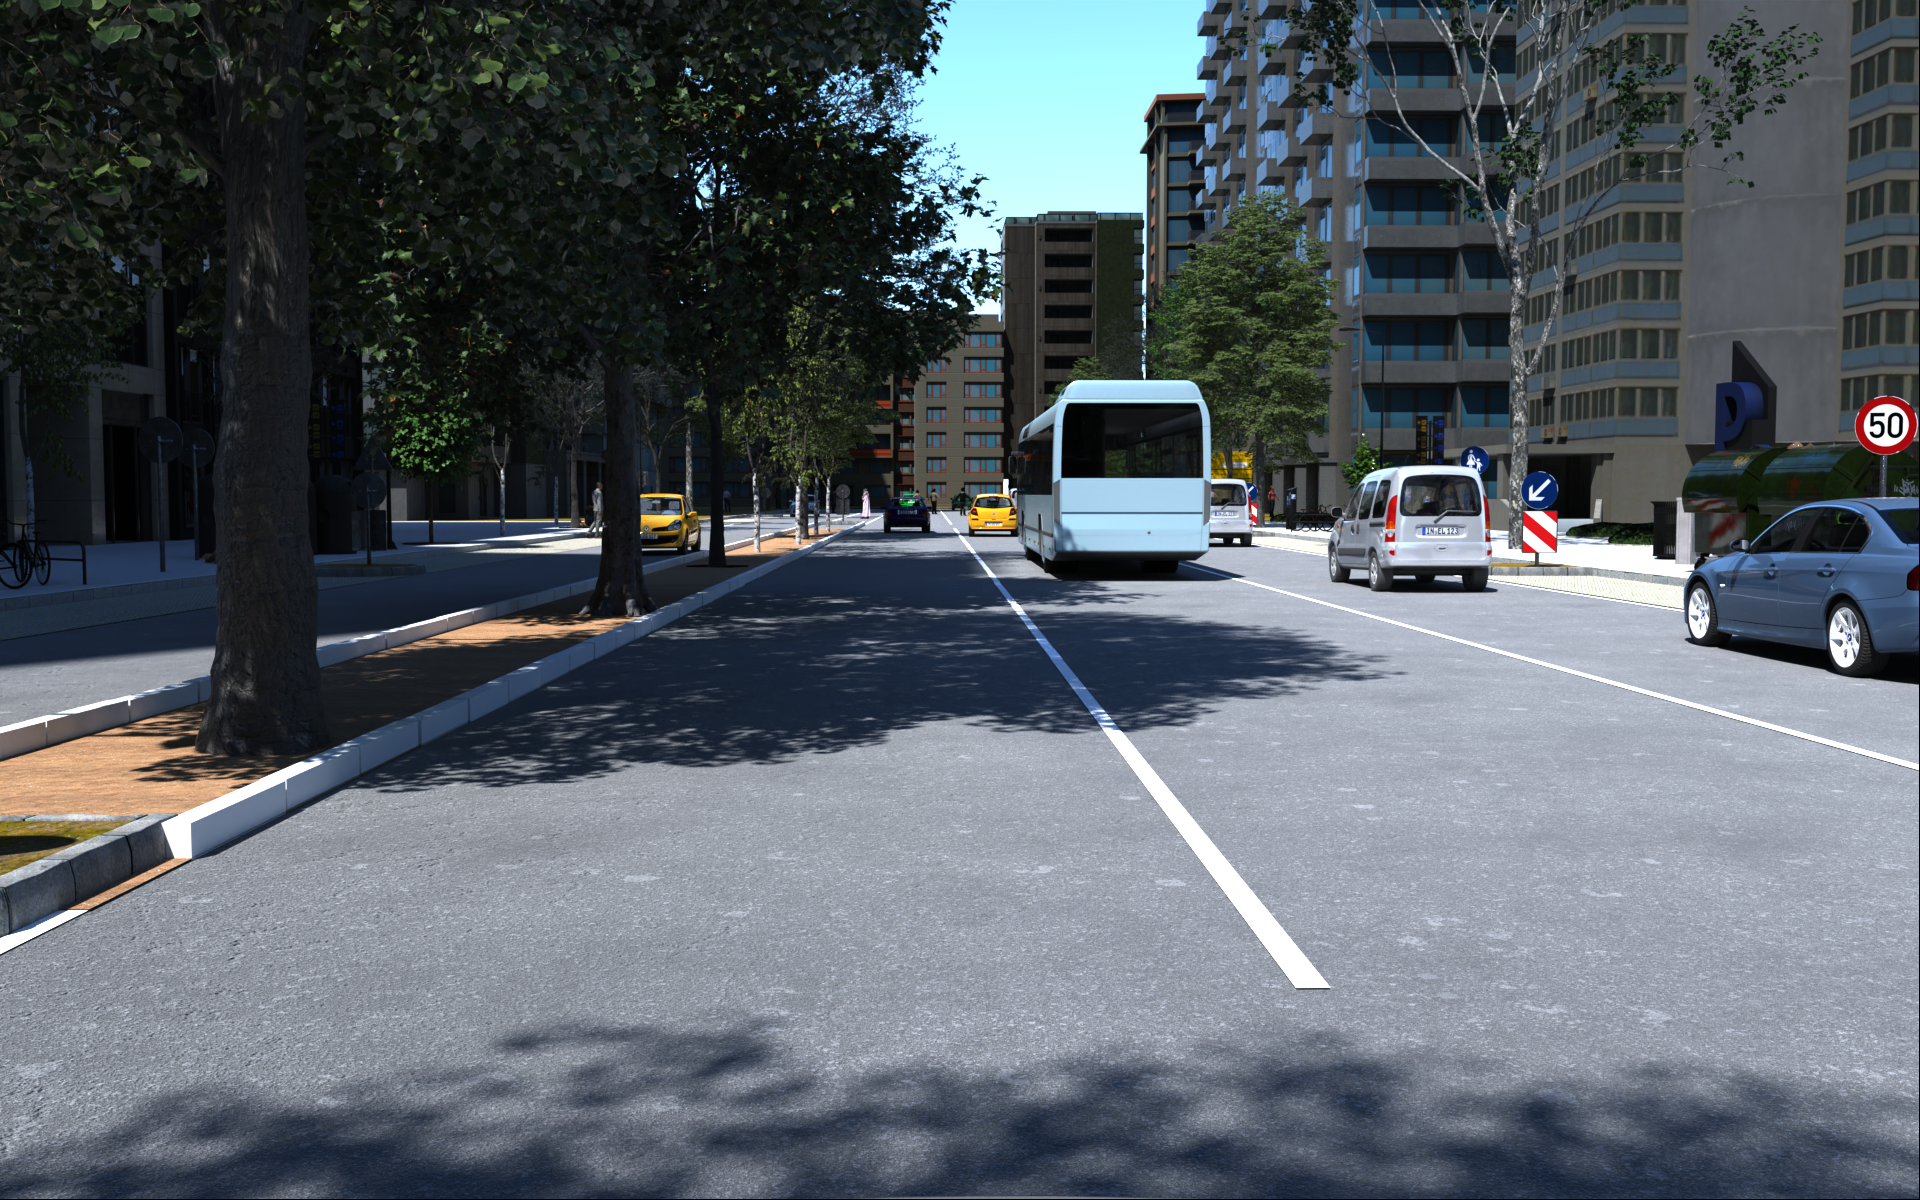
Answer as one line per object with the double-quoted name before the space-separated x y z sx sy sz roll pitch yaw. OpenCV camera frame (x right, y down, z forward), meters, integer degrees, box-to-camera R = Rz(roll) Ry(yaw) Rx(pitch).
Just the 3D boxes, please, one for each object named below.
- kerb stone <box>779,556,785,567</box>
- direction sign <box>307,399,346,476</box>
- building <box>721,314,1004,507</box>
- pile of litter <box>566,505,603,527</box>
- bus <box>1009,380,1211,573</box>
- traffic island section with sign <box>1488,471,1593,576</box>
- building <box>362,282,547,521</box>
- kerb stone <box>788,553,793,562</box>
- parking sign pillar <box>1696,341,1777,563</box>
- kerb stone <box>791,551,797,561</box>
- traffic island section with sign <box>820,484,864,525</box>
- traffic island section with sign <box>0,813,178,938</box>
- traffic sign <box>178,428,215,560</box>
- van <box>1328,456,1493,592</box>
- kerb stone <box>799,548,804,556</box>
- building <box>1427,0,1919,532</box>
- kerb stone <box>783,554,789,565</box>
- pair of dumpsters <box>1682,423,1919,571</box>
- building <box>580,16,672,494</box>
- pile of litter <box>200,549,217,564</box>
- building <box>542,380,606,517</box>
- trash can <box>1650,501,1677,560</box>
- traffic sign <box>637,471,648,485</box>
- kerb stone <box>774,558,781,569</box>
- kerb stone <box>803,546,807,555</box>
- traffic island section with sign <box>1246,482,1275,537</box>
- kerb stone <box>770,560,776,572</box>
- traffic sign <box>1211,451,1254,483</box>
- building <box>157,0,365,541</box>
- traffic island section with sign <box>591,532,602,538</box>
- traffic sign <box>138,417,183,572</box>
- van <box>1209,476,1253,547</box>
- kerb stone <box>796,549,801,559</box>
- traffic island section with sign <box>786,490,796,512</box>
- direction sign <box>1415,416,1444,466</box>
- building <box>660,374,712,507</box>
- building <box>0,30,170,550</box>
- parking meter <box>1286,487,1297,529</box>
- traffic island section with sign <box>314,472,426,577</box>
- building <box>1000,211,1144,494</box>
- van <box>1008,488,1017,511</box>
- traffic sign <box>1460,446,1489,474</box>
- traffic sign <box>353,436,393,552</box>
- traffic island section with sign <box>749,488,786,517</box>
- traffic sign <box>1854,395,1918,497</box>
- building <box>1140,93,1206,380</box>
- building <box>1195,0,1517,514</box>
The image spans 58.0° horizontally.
"kerb stone" -3.582 -0.719 33.956 0.120 0.150 1.000 0 4 -1
"direction sign" -15.173 -3.026 41.480 0.876 3.537 0.379 -1 4 -14
"building" -10.318 -20.917 187.025 28.899 21.520 27.650 0 4 -1
"pile of litter" -14.713 -3.292 67.797 1.719 0.858 1.176 -3 5 -42
"bus" 2.685 -2.433 34.638 2.948 3.499 13.247 0 4 -1
"traffic island section with sign" 10.009 -1.372 31.067 1.989 1.847 2.006 0 4 -1
"building" -29.744 -19.336 87.851 14.160 30.474 14.107 0 4 -1
"kerb stone" -3.614 -0.838 36.001 0.120 0.150 1.000 0 4 -1
"parking sign pillar" 13.539 -2.534 29.895 1.447 3.967 1.447 0 4 -3
"kerb stone" -3.632 -0.906 37.022 0.120 0.150 1.000 0 4 -1
"traffic island section with sign" -5.506 -4.456 80.986 2.006 1.907 1.989 0 4 -1
"traffic island section with sign" -4.085 0.139 5.861 2.006 1.907 1.989 0 4 -1
"traffic sign" -14.769 -2.040 33.453 0.768 2.556 0.104 0 4 5
"van" 6.885 -1.213 26.836 2.013 2.044 4.112 0 4 -1
"kerb stone" -3.677 -1.027 39.067 0.120 0.150 1.000 0 4 -1
"building" 34.887 -22.797 64.618 32.217 40.220 23.993 0 4 -1
"kerb stone" -3.595 -0.782 34.978 0.120 0.150 1.000 0 4 -1
"pair of dumpsters" 12.458 -1.422 25.751 1.574 2.255 4.437 0 4 -1
"building" -37.396 -33.315 133.936 27.495 52.752 28.713 0 4 -1
"pile of litter" -13.624 -1.128 32.403 1.176 0.858 1.719 0 4 -1
"building" -32.140 -40.712 103.893 20.563 71.187 20.611 0 4 -1
"trash can" 13.943 -1.367 34.011 0.748 1.137 0.748 0 3 0
"traffic sign" -14.033 -4.533 76.251 0.606 2.300 0.079 0 4 4
"kerb stone" -3.558 -0.657 32.932 0.120 0.150 1.000 0 4 -1
"kerb stone" -3.687 -1.092 40.089 0.120 0.150 1.000 0 4 -1
"traffic island section with sign" 9.495 -3.058 58.626 1.989 1.847 2.006 0 4 -1
"kerb stone" -3.541 -0.594 31.909 0.120 0.150 1.000 0 4 -1
"traffic sign" 12.715 -5.380 81.839 2.265 3.308 0.079 0 4 3
"building" -27.806 -13.770 54.823 12.332 23.373 15.834 0 4 -1
"traffic island section with sign" -11.113 -2.998 57.641 1.989 1.847 2.006 0 4 -1
"traffic sign" -13.157 -1.737 28.508 0.768 2.556 0.104 0 4 6
"van" 7.038 -2.528 48.345 2.013 2.044 4.112 0 4 -2
"kerb stone" -3.649 -0.969 38.044 0.120 0.150 1.000 0 4 -1
"traffic island section with sign" -12.554 -7.717 134.807 1.989 1.847 2.006 0 4 -1
"direction sign" 13.621 -3.563 50.259 0.876 3.537 0.379 -1 4 -13
"building" -39.804 -20.861 186.123 28.899 21.520 27.650 0 4 -1
"building" -31.030 -13.774 29.719 19.350 26.468 34.151 0 4 -1
"parking meter" 12.026 -3.331 62.869 0.372 1.533 0.369 0 3 0
"traffic island section with sign" -10.612 -1.349 30.690 1.989 1.847 2.006 0 4 -1
"building" 11.322 -24.950 179.641 14.107 30.474 14.160 0 4 -1
"van" 4.226 -7.270 125.880 2.013 2.044 4.112 0 4 -2
"traffic sign" 13.670 -2.814 46.107 0.768 2.556 0.104 0 4 5
"traffic sign" -13.079 -2.360 38.585 0.884 2.594 0.081 0 4 -1
"traffic island section with sign" -12.058 -6.068 107.833 1.989 1.847 2.006 0 4 -1
"traffic sign" 11.983 -1.369 22.497 0.768 2.556 0.104 1 4 8
"building" 32.709 -32.426 184.785 28.867 44.769 22.147 0 4 -1
"building" 30.486 -31.437 133.596 23.786 49.044 30.456 0 4 -1
